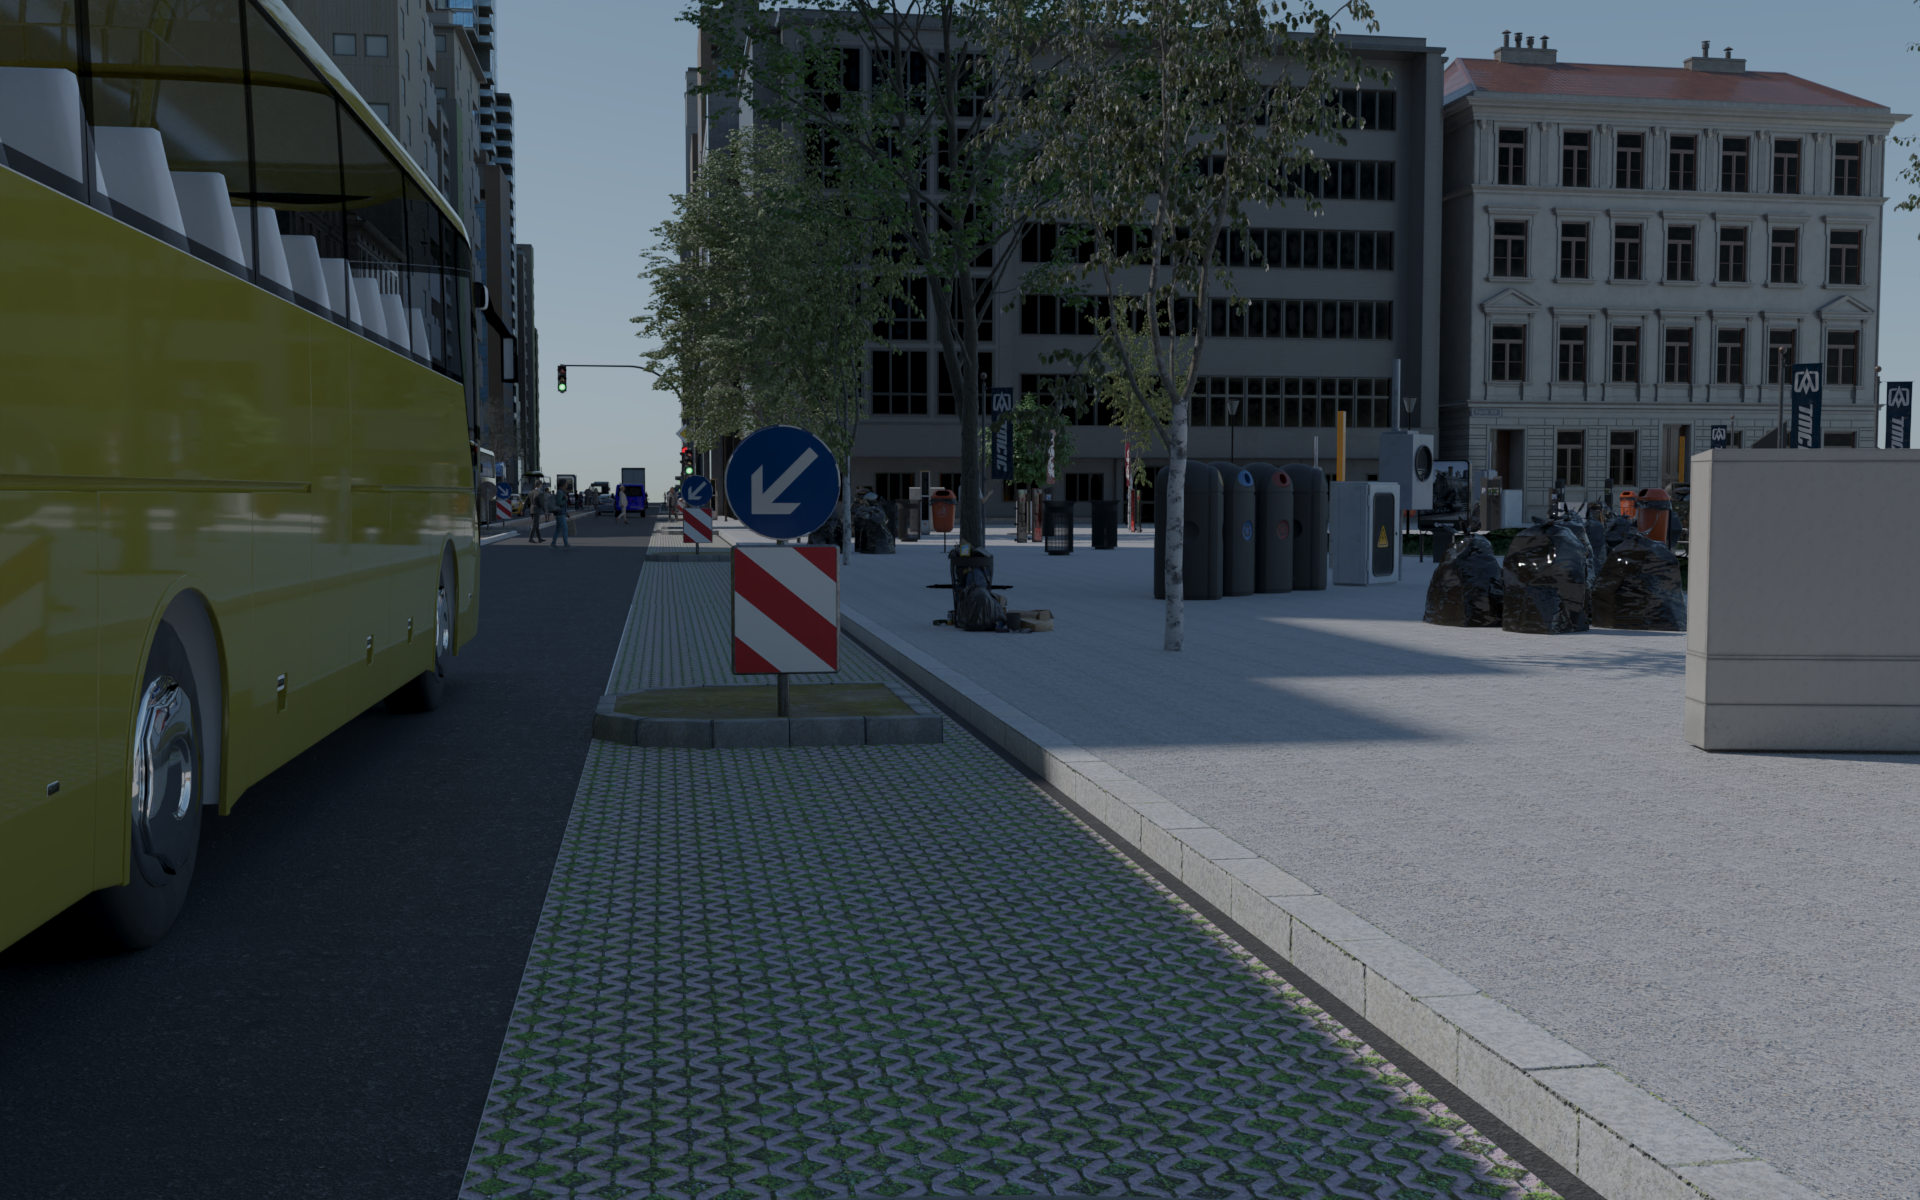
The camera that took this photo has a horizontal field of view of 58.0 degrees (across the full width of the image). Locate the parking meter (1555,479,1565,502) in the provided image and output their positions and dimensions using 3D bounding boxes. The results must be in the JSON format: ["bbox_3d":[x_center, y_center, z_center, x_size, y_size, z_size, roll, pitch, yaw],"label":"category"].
[{"bbox_3d":[22.931,-3.702,66.235,0.255,1.863,0.399,3,5,43],"label":"parking meter"}]

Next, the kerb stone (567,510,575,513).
[{"bbox_3d":[-30.455,-6.935,135.576,0.120,0.150,1.000,-1,4,-10],"label":"kerb stone"}]

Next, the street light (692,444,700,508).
[{"bbox_3d":[-23.599,-11.190,155.747,0.468,5.910,1.993,-1,4,-10],"label":"street light"}]

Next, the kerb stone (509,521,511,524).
[{"bbox_3d":[-20.966,-3.537,80.033,0.120,0.150,1.000,-1,4,-10],"label":"kerb stone"}]

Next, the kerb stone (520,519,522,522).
[{"bbox_3d":[-22.005,-3.909,86.108,0.120,0.150,1.000,-1,4,-10],"label":"kerb stone"}]

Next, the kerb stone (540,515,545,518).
[{"bbox_3d":[-25.109,-5.017,104.284,0.120,0.150,1.000,-1,4,-10],"label":"kerb stone"}]

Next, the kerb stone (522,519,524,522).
[{"bbox_3d":[-22.169,-3.971,87.124,0.120,0.150,1.000,-1,4,-10],"label":"kerb stone"}]

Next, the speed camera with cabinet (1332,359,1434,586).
[{"bbox_3d":[6.097,-1.867,24.854,0.660,3.252,2.038,3,5,40],"label":"speed camera with cabinet"}]

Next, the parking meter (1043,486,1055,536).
[{"bbox_3d":[2.691,-2.695,52.479,0.372,1.533,0.369,0,3,0],"label":"parking meter"}]

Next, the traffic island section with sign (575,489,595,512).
[{"bbox_3d":[-30.521,-8.191,142.056,2.006,1.907,1.989,-1,4,-10],"label":"traffic island section with sign"}]

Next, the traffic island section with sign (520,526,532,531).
[{"bbox_3d":[-17.856,-3.661,67.988,2.006,1.907,1.989,-1,4,-10],"label":"traffic island section with sign"}]

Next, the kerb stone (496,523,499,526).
[{"bbox_3d":[-19.926,-3.167,73.969,0.120,0.150,1.000,-1,4,-10],"label":"kerb stone"}]

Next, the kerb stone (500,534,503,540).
[{"bbox_3d":[-14.308,-1.917,53.543,0.120,0.150,1.000,-1,4,-10],"label":"kerb stone"}]

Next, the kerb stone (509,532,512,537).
[{"bbox_3d":[-14.835,-2.103,56.575,0.120,0.150,1.000,-1,4,-10],"label":"kerb stone"}]

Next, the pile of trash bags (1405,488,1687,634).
[{"bbox_3d":[6.423,-0.440,16.949,3.447,1.369,1.912,-1,4,-14],"label":"pile of trash bags"}]

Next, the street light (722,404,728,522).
[{"bbox_3d":[-10.947,-6.609,80.840,0.468,5.910,1.993,-1,4,-10],"label":"street light"}]

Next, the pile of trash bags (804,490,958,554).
[{"bbox_3d":[-1.751,-1.711,37.725,3.447,1.369,1.912,0,4,7],"label":"pile of trash bags"}]

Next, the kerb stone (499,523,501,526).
[{"bbox_3d":[-20.100,-3.226,74.976,0.120,0.150,1.000,-1,4,-10],"label":"kerb stone"}]

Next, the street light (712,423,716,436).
[{"bbox_3d":[-14.456,-7.881,101.648,0.468,5.910,1.993,-1,4,-10],"label":"street light"}]

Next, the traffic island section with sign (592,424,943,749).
[{"bbox_3d":[-1.241,-0.124,10.654,1.989,1.847,2.006,-1,4,-10],"label":"traffic island section with sign"}]

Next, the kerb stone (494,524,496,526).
[{"bbox_3d":[-19.755,-3.104,72.956,0.120,0.150,1.000,-1,4,-10],"label":"kerb stone"}]

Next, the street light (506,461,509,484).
[{"bbox_3d":[-58.610,-15.384,224.320,0.468,5.910,1.993,-1,4,-10],"label":"street light"}]

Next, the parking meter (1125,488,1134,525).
[{"bbox_3d":[7.021,-3.865,71.602,0.372,1.533,0.369,0,3,0],"label":"parking meter"}]

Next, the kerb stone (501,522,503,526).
[{"bbox_3d":[-20.274,-3.286,75.987,0.120,0.150,1.000,-1,4,-10],"label":"kerb stone"}]

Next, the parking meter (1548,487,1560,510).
[{"bbox_3d":[21.446,-3.312,62.560,0.372,1.533,0.369,0,3,0],"label":"parking meter"}]

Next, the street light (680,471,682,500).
[{"bbox_3d":[-48.415,-20.068,300.899,0.468,5.910,1.993,-1,4,-10],"label":"street light"}]

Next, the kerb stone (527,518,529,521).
[{"bbox_3d":[-22.689,-4.156,90.145,0.120,0.150,1.000,-1,4,-10],"label":"kerb stone"}]

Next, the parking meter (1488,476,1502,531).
[{"bbox_3d":[17.539,-3.113,56.613,0.255,1.863,0.399,2,4,29],"label":"parking meter"}]

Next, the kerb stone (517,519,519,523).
[{"bbox_3d":[-21.659,-3.784,84.090,0.120,0.150,1.000,-1,4,-10],"label":"kerb stone"}]

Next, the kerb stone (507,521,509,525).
[{"bbox_3d":[-20.791,-3.476,79.025,0.120,0.150,1.000,-1,4,-10],"label":"kerb stone"}]

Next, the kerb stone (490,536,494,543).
[{"bbox_3d":[-13.786,-1.732,50.520,0.120,0.150,1.000,-1,4,-10],"label":"kerb stone"}]

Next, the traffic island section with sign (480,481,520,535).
[{"bbox_3d":[-16.618,-3.214,60.685,2.006,1.907,1.989,-1,4,-10],"label":"traffic island section with sign"}]

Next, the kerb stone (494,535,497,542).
[{"bbox_3d":[-13.960,-1.790,51.528,0.120,0.150,1.000,-1,4,-10],"label":"kerb stone"}]

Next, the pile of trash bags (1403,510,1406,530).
[{"bbox_3d":[17.463,-3.194,61.973,3.447,1.369,1.912,2,4,30],"label":"pile of trash bags"}]

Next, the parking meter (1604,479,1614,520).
[{"bbox_3d":[24.387,-3.633,65.118,0.255,1.863,0.399,2,4,32],"label":"parking meter"}]

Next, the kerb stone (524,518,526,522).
[{"bbox_3d":[-22.339,-4.025,88.132,0.120,0.150,1.000,-1,4,-10],"label":"kerb stone"}]

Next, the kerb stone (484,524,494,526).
[{"bbox_3d":[-19.581,-3.039,71.949,0.120,0.150,1.000,-1,4,-10],"label":"kerb stone"}]

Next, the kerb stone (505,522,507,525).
[{"bbox_3d":[-20.617,-3.412,78.018,0.120,0.150,1.000,-1,4,-10],"label":"kerb stone"}]

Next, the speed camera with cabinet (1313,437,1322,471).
[{"bbox_3d":[11.937,-4.030,60.234,0.660,3.252,2.038,-1,4,-10],"label":"speed camera with cabinet"}]

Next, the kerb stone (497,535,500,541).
[{"bbox_3d":[-14.132,-1.853,52.536,0.120,0.150,1.000,-1,4,-10],"label":"kerb stone"}]

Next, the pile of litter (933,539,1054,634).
[{"bbox_3d":[0.332,-0.169,16.735,1.176,0.858,1.719,0,4,-3],"label":"pile of litter"}]

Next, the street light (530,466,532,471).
[{"bbox_3d":[-65.868,-17.938,266.073,0.468,5.910,1.993,-1,4,-10],"label":"street light"}]

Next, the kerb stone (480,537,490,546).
[{"bbox_3d":[-13.615,-1.670,49.508,0.120,0.150,1.000,-1,4,-10],"label":"kerb stone"}]

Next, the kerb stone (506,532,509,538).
[{"bbox_3d":[-14.658,-2.041,55.566,0.120,0.150,1.000,-1,4,-10],"label":"kerb stone"}]

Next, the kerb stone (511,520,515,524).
[{"bbox_3d":[-21.313,-3.661,82.055,0.120,0.150,1.000,-1,4,-10],"label":"kerb stone"}]

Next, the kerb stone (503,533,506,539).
[{"bbox_3d":[-14.481,-1.979,54.558,0.120,0.150,1.000,-1,4,-10],"label":"kerb stone"}]

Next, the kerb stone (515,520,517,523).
[{"bbox_3d":[-21.480,-3.724,83.074,0.120,0.150,1.000,-1,4,-10],"label":"kerb stone"}]

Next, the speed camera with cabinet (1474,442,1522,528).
[{"bbox_3d":[20.649,-4.410,66.442,2.038,3.252,0.660,-2,4,-30],"label":"speed camera with cabinet"}]
